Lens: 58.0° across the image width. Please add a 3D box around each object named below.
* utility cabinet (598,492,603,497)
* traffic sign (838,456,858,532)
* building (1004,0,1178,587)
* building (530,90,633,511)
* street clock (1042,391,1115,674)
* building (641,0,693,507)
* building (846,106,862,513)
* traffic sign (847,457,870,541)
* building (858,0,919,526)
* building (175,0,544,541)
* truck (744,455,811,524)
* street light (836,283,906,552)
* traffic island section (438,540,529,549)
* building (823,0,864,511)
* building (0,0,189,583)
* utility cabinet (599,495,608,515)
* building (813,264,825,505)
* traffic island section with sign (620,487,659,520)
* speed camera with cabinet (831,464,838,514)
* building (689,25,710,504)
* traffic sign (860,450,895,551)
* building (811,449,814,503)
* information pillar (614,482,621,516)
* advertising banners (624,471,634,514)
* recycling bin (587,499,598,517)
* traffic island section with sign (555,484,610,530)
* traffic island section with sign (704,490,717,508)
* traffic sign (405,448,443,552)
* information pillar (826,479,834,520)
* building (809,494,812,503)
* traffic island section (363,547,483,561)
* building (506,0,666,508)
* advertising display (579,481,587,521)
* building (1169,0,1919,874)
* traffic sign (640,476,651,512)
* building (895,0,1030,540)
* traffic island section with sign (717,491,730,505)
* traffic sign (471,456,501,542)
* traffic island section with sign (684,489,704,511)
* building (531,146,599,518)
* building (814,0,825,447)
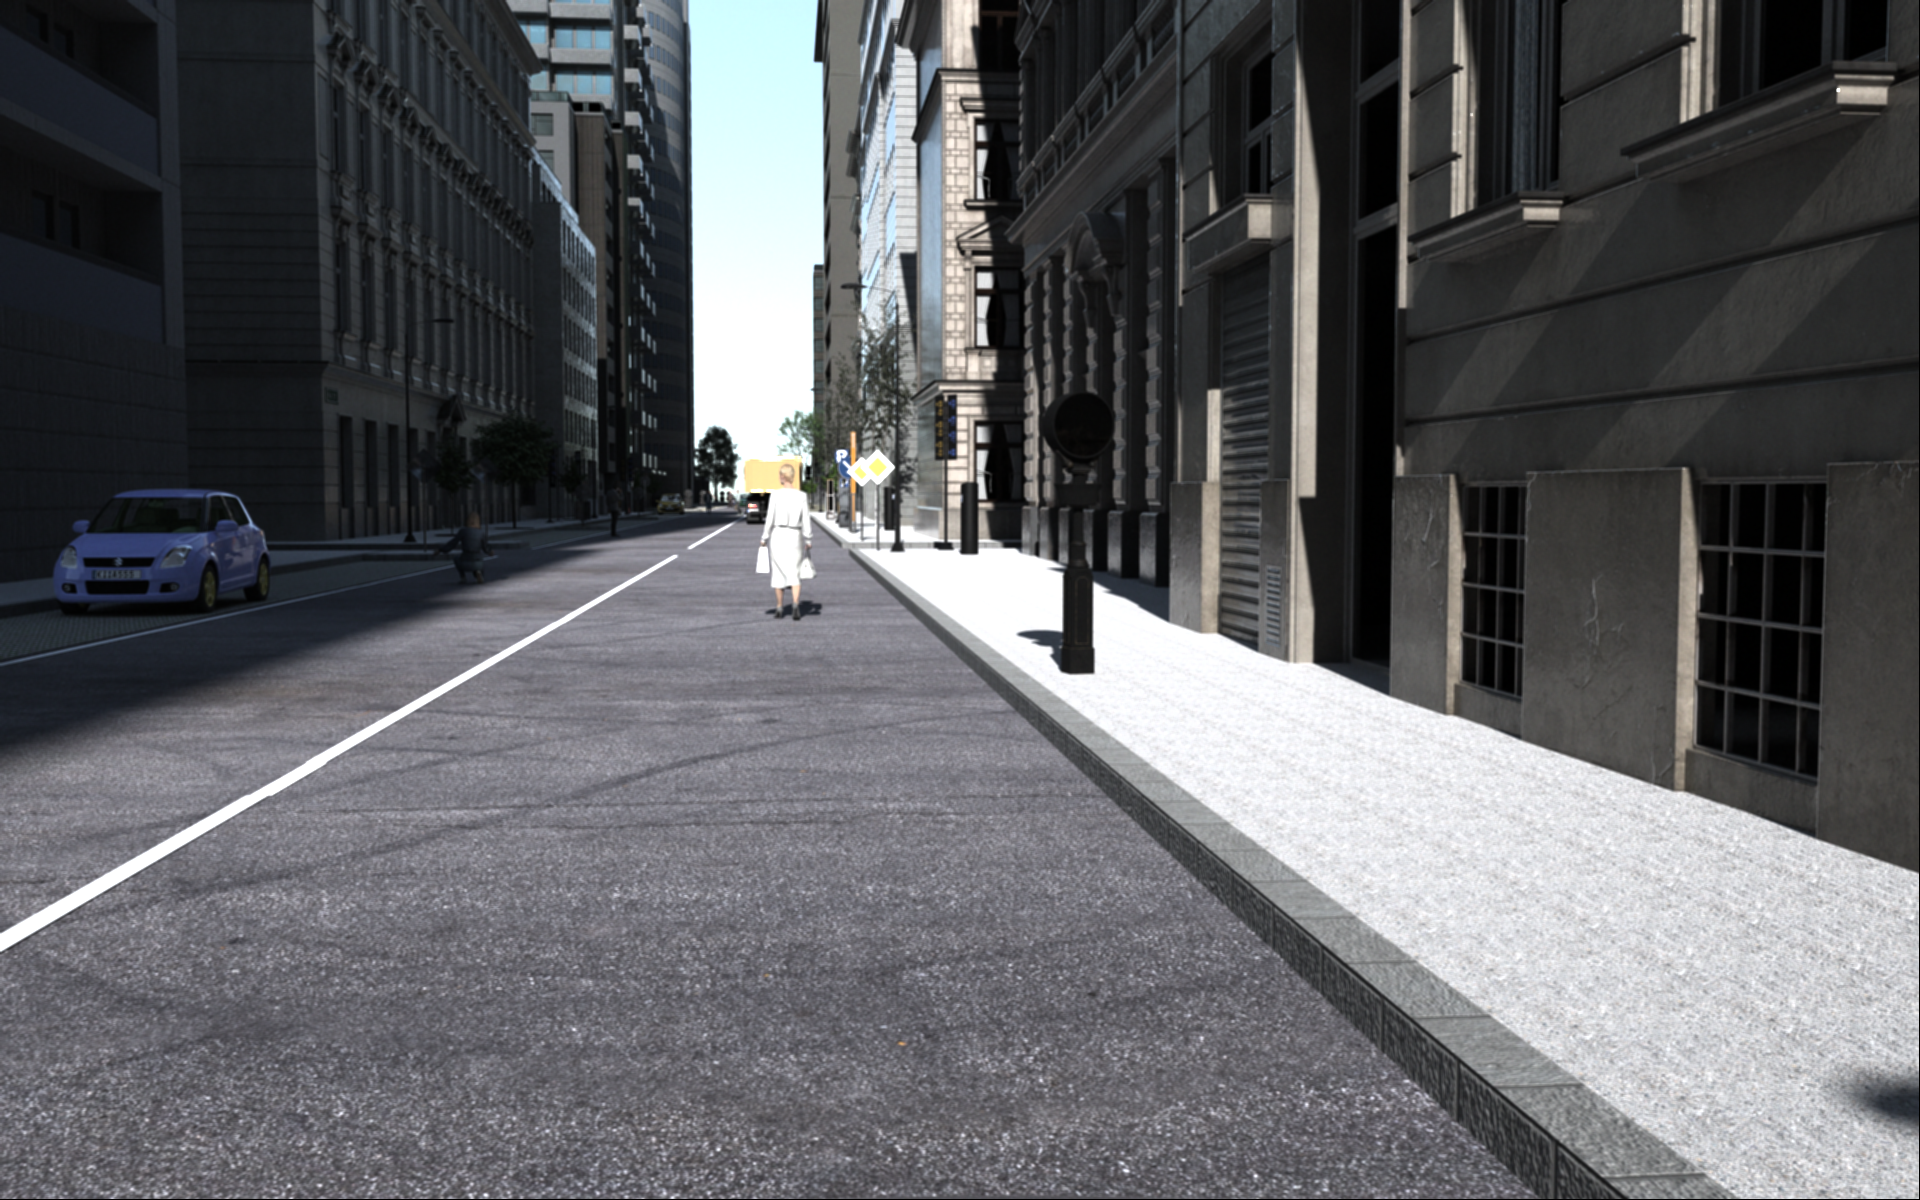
[{"bbox_3d":[-23.057,-6.133,108.951,1.173,1.500,0.318,-1,4,-20],"label":"utility cabinet"},{"bbox_3d":[-3.712,-3.560,58.311,0.768,2.556,0.104,0,4,-1],"label":"traffic sign"},{"bbox_3d":[7.027,-12.167,27.816,11.050,23.489,19.941,0,4,-6],"label":"building"},{"bbox_3d":[-31.981,-21.756,127.419,14.160,30.474,14.107,0,4,-6],"label":"building"},{"bbox_3d":[0.845,-0.477,12.371,0.471,2.002,0.358,-1,4,-17],"label":"street clock"},{"bbox_3d":[-39.033,-38.916,178.280,21.231,58.520,28.212,0,4,-6],"label":"building"},{"bbox_3d":[0.077,-19.752,110.329,14.401,28.519,23.554,0,4,-6],"label":"building"},{"bbox_3d":[-2.671,-2.659,47.118,0.795,2.450,0.064,0,4,-6],"label":"traffic sign"},{"bbox_3d":[1.333,-18.690,83.082,11.434,29.767,29.804,0,4,-6],"label":"building"},{"bbox_3d":[-27.240,-17.750,66.628,17.030,29.872,44.131,0,4,-6],"label":"building"},{"bbox_3d":[-9.150,-5.497,85.800,3.469,3.379,9.791,0,4,-4],"label":"truck"},{"bbox_3d":[-1.926,-4.023,38.323,1.470,5.913,1.316,0,4,-6],"label":"street light"},{"bbox_3d":[-12.639,-1.462,46.189,2.009,0.180,2.903,0,4,-6],"label":"traffic island section"},{"bbox_3d":[-0.365,-31.794,143.531,21.300,48.544,21.600,0,4,-6],"label":"building"},{"bbox_3d":[-28.052,-29.551,25.153,28.212,58.520,21.231,0,4,-6],"label":"building"},{"bbox_3d":[-21.645,-5.744,105.079,0.306,1.237,1.020,-2,4,-26],"label":"utility cabinet"},{"bbox_3d":[-11.519,-27.347,218.825,14.160,30.474,14.107,0,4,-6],"label":"building"},{"bbox_3d":[-17.679,-5.317,95.554,1.989,1.847,2.006,0,4,-6],"label":"traffic island section with sign"},{"bbox_3d":[-8.318,-7.270,113.201,0.660,3.252,2.038,0,4,6],"label":"speed camera with cabinet"},{"bbox_3d":[-48.030,-50.109,257.531,20.563,71.187,20.611,0,4,-6],"label":"building"},{"bbox_3d":[-1.861,-2.173,39.174,0.795,2.450,0.064,0,4,-6],"label":"traffic sign"},{"bbox_3d":[-9.367,-56.735,240.293,22.319,86.520,31.000,0,4,-6],"label":"building"},{"bbox_3d":[-20.135,-5.955,101.857,0.304,2.012,0.304,2,4,27],"label":"information pillar"},{"bbox_3d":[-21.508,-7.121,112.617,0.090,3.025,2.074,-2,4,-26],"label":"advertising banners"},{"bbox_3d":[-20.744,-5.170,97.081,0.722,1.027,0.722,-3,4,-38],"label":"recycling bin"},{"bbox_3d":[-14.949,-3.676,68.737,1.989,1.847,2.006,0,4,-6],"label":"traffic island section with sign"},{"bbox_3d":[-25.523,-10.026,172.552,1.989,1.847,2.006,0,4,-6],"label":"traffic island section with sign"},{"bbox_3d":[-11.806,-2.113,38.185,0.795,2.450,0.064,0,4,-6],"label":"traffic sign"},{"bbox_3d":[-6.506,-5.024,86.638,0.304,2.012,0.304,-1,4,-22],"label":"information pillar"},{"bbox_3d":[-7.807,-35.325,269.451,32.217,40.220,23.993,0,4,-6],"label":"building"},{"bbox_3d":[-11.829,-0.976,38.245,2.009,0.180,2.903,0,4,-6],"label":"traffic island section"},{"bbox_3d":[-38.114,-32.378,148.983,23.786,49.044,30.456,0,4,-6],"label":"building"},{"bbox_3d":[-17.999,-4.740,82.709,0.123,1.923,0.974,0,4,5],"label":"advertising display"},{"bbox_3d":[10.748,-10.388,3.128,16.112,22.955,30.059,0,4,-6],"label":"building"},{"bbox_3d":[-21.901,-7.365,120.520,0.768,2.556,0.104,0,4,1],"label":"traffic sign"},{"bbox_3d":[7.954,-11.561,53.648,19.286,19.102,10.561,0,4,-6],"label":"building"},{"bbox_3d":[-31.071,-13.353,226.944,1.989,1.847,2.006,0,4,-6],"label":"traffic island section with sign"},{"bbox_3d":[-12.616,-2.599,46.129,0.795,2.450,0.064,0,4,-6],"label":"traffic sign"},{"bbox_3d":[-22.798,-8.386,145.735,1.989,1.847,2.006,0,4,-6],"label":"traffic island section with sign"},{"bbox_3d":[-26.818,-14.902,98.403,10.420,20.320,16.860,0,4,-6],"label":"building"},{"bbox_3d":[-0.746,-36.350,183.563,28.713,52.752,27.495,0,4,-6],"label":"building"}]
